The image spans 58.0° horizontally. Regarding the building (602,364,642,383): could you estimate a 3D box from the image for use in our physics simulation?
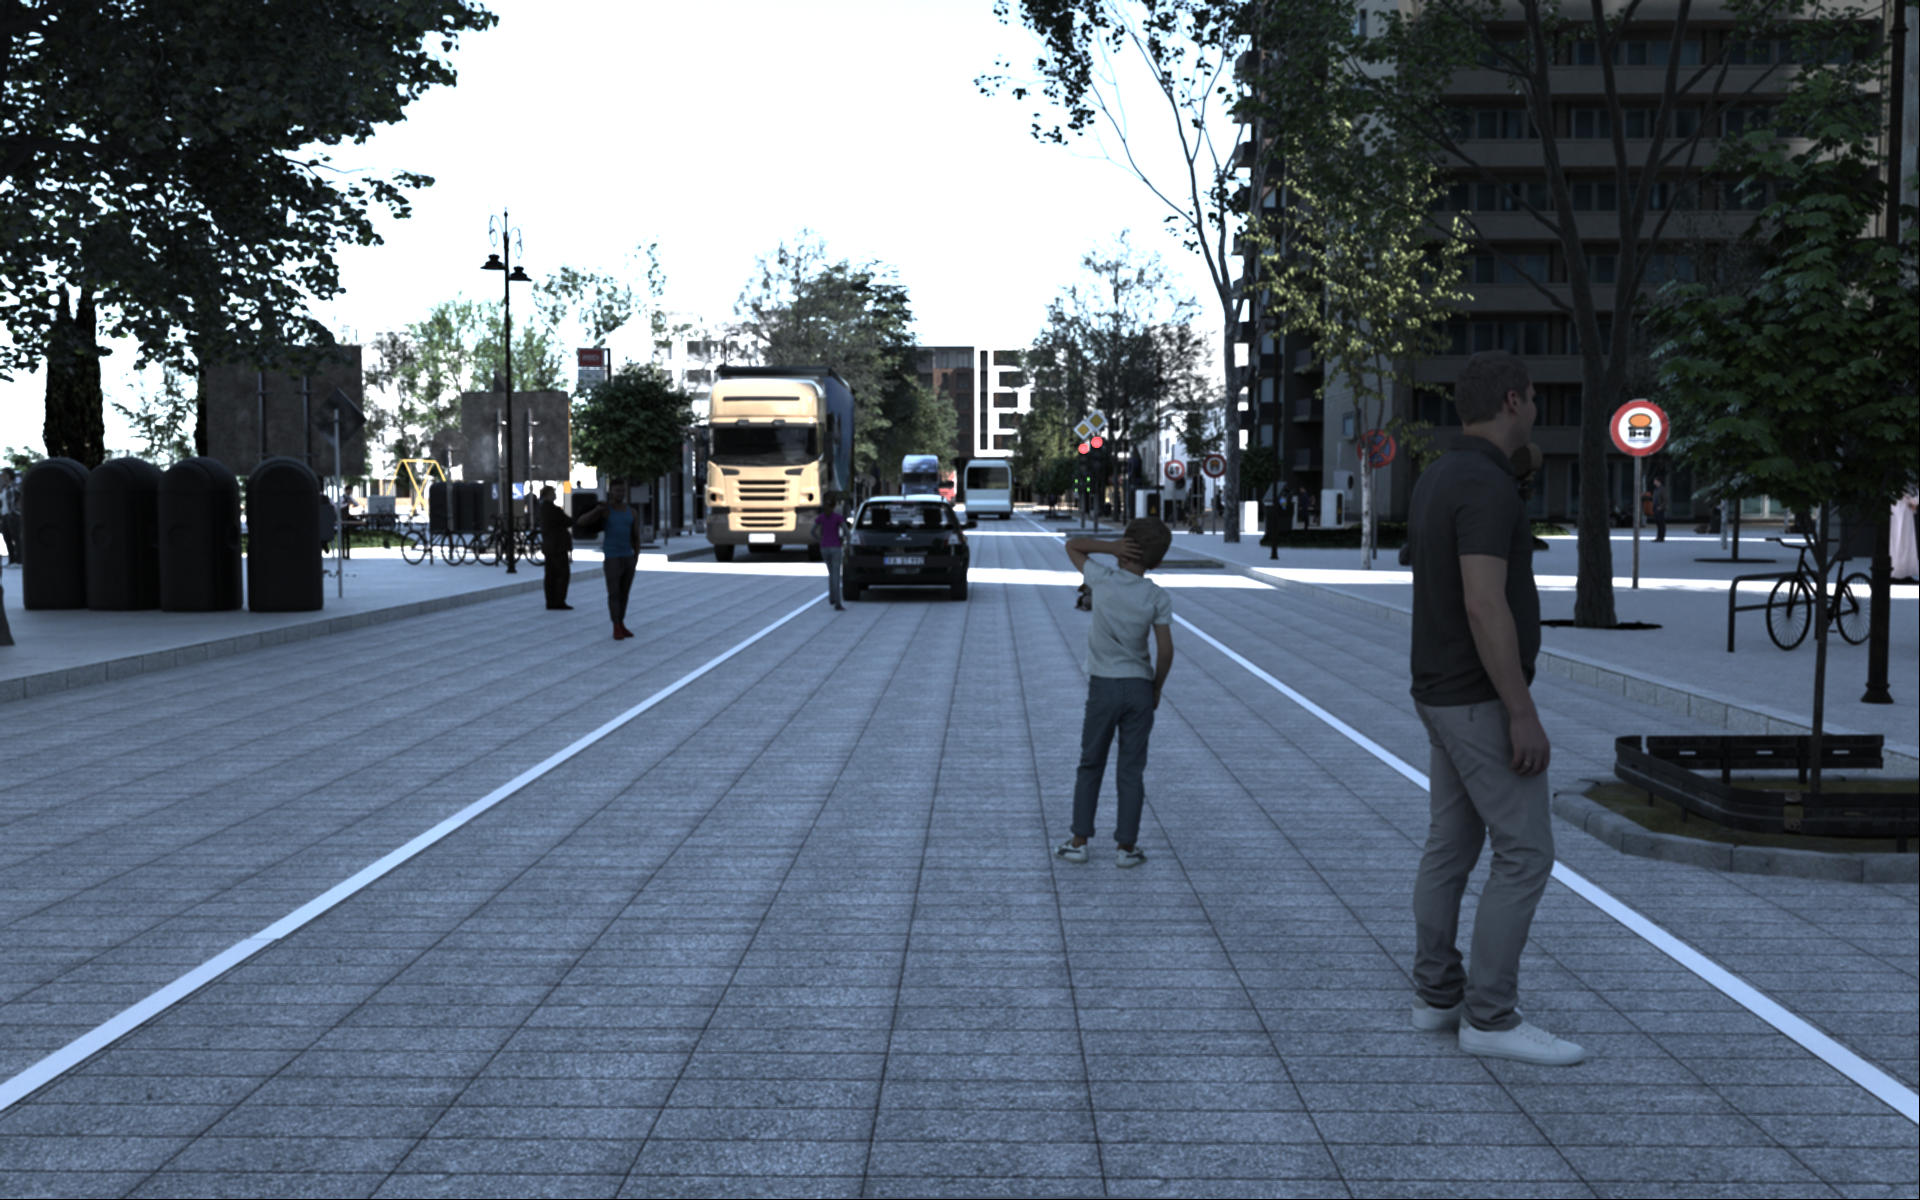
[{"bbox_3d":[-32.837,-23.067,243.600,31.486,18.905,16.747,0,4,1],"label":"building"}]

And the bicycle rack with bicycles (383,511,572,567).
[{"bbox_3d":[-8.368,-1.116,31.631,2.925,0.926,2.852,2,4,35],"label":"bicycle rack with bicycles"}]

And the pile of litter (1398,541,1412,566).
[{"bbox_3d":[8.591,-1.059,31.288,1.719,0.858,1.176,-3,4,-37],"label":"pile of litter"}]

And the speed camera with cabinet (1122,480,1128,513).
[{"bbox_3d":[11.276,-7.462,116.343,0.660,3.252,2.038,0,4,1],"label":"speed camera with cabinet"}]

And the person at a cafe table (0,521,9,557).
[{"bbox_3d":[-19.947,-1.480,35.060,1.726,1.238,1.698,1,4,12],"label":"person at a cafe table"}]

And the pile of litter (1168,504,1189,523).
[{"bbox_3d":[9.858,-3.815,76.346,1.719,0.858,1.176,-2,4,-35],"label":"pile of litter"}]

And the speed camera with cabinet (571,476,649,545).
[{"bbox_3d":[-8.940,-3.035,43.963,2.038,3.252,0.660,0,4,-8],"label":"speed camera with cabinet"}]

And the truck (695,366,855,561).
[{"bbox_3d":[-4.031,-3.143,40.297,2.839,4.237,11.283,0,4,0],"label":"truck"}]

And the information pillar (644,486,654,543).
[{"bbox_3d":[-8.190,-2.503,45.422,0.304,2.012,0.304,-1,4,-12],"label":"information pillar"}]

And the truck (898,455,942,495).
[{"bbox_3d":[-2.683,-8.336,126.058,2.967,4.110,18.799,0,4,0],"label":"truck"}]

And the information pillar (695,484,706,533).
[{"bbox_3d":[-8.502,-3.196,56.746,0.304,2.012,0.304,0,4,1],"label":"information pillar"}]

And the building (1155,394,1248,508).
[{"bbox_3d":[23.762,-13.246,158.718,9.099,9.664,28.070,0,4,1],"label":"building"}]

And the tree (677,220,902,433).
[{"bbox_3d":[-7.493,-10.204,77.213,12.009,13.543,11.850,0,3,0],"label":"tree"}]

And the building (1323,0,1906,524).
[{"bbox_3d":[28.962,-28.065,82.567,21.600,48.544,21.300,0,4,1],"label":"building"}]

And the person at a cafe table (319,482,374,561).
[{"bbox_3d":[-12.541,-1.553,33.912,1.698,1.524,1.622,-2,4,-26],"label":"person at a cafe table"}]

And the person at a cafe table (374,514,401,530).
[{"bbox_3d":[-16.551,-2.397,47.702,1.622,1.524,1.698,1,4,9],"label":"person at a cafe table"}]

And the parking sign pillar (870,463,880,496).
[{"bbox_3d":[-6.407,-8.696,130.647,1.447,3.967,1.447,-1,4,-17],"label":"parking sign pillar"}]

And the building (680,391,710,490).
[{"bbox_3d":[-21.052,-13.049,155.506,9.099,9.664,28.070,0,4,1],"label":"building"}]

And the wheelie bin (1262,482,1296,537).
[{"bbox_3d":[8.417,-2.313,45.723,0.693,1.594,0.980,-2,4,-26],"label":"wheelie bin"}]

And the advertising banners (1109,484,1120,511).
[{"bbox_3d":[11.324,-7.994,126.893,0.090,3.025,2.074,-1,4,-17],"label":"advertising banners"}]

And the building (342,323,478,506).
[{"bbox_3d":[-62.261,-20.904,198.203,11.380,20.091,16.016,0,4,1],"label":"building"}]

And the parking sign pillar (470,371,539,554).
[{"bbox_3d":[-9.861,-2.993,37.402,1.447,3.967,1.447,-3,4,-37],"label":"parking sign pillar"}]

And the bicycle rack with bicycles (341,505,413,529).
[{"bbox_3d":[-18.958,-2.603,55.946,2.925,0.926,2.852,0,4,-4],"label":"bicycle rack with bicycles"}]

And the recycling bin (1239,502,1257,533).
[{"bbox_3d":[9.416,-2.759,57.668,0.722,1.027,0.722,3,5,41],"label":"recycling bin"}]

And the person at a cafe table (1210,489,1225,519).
[{"bbox_3d":[13.876,-5.036,90.858,1.622,1.524,1.698,-3,5,-40],"label":"person at a cafe table"}]

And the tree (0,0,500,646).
[{"bbox_3d":[-8.383,-6.587,14.358,9.857,13.997,8.962,0,3,0],"label":"tree"}]

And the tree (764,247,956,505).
[{"bbox_3d":[-6.387,-11.255,90.671,9.857,13.997,8.962,0,3,0],"label":"tree"}]

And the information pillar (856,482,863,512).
[{"bbox_3d":[-6.283,-6.334,108.047,0.304,2.012,0.304,3,5,41],"label":"information pillar"}]

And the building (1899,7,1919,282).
[{"bbox_3d":[63.048,-28.502,85.610,30.456,49.044,23.786,0,4,1],"label":"building"}]

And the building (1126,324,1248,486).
[{"bbox_3d":[28.144,-19.731,189.057,16.747,18.905,31.486,0,4,1],"label":"building"}]

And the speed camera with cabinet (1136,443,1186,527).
[{"bbox_3d":[7.791,-4.449,67.077,2.038,3.252,0.660,-2,4,-30],"label":"speed camera with cabinet"}]

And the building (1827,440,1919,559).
[{"bbox_3d":[27.862,-35.781,23.276,20.563,71.187,20.611,0,4,1],"label":"building"}]

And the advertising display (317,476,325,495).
[{"bbox_3d":[-21.833,-3.247,58.302,0.974,1.923,0.123,1,4,16],"label":"advertising display"}]

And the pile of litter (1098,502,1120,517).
[{"bbox_3d":[8.370,-5.023,96.097,1.719,0.858,1.176,-1,4,-12],"label":"pile of litter"}]

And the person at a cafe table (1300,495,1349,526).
[{"bbox_3d":[14.526,-3.620,70.049,1.698,1.238,1.726,-1,4,-22],"label":"person at a cafe table"}]

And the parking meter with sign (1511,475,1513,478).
[{"bbox_3d":[21.230,-4.372,67.751,1.738,3.016,0.543,1,4,18],"label":"parking meter with sign"}]

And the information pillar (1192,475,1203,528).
[{"bbox_3d":[8.984,-3.735,65.554,0.304,2.012,0.304,3,5,40],"label":"information pillar"}]

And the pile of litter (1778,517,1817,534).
[{"bbox_3d":[27.258,-2.575,56.060,1.176,0.858,1.719,-2,4,-35],"label":"pile of litter"}]

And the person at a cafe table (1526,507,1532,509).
[{"bbox_3d":[22.906,-3.890,72.116,1.698,1.524,1.622,1,4,8],"label":"person at a cafe table"}]

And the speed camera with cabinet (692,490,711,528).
[{"bbox_3d":[-9.402,-4.367,65.742,2.038,3.252,0.660,-1,4,-12],"label":"speed camera with cabinet"}]

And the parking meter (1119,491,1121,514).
[{"bbox_3d":[10.371,-6.425,113.452,0.372,1.533,0.369,0,3,0],"label":"parking meter"}]

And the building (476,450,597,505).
[{"bbox_3d":[-42.110,-15.909,202.256,28.070,9.664,9.099,0,4,1],"label":"building"}]

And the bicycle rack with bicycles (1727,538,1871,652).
[{"bbox_3d":[7.711,-0.038,13.998,2.925,0.926,2.852,-3,5,-41],"label":"bicycle rack with bicycles"}]

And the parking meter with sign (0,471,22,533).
[{"bbox_3d":[-31.560,-3.745,57.497,1.738,3.016,0.543,1,4,9],"label":"parking meter with sign"}]

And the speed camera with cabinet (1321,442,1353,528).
[{"bbox_3d":[14.267,-4.347,65.411,0.660,3.252,2.038,2,4,31],"label":"speed camera with cabinet"}]

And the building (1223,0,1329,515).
[{"bbox_3d":[29.660,-28.080,113.726,22.147,44.769,28.867,0,4,1],"label":"building"}]

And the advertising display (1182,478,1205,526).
[{"bbox_3d":[9.374,-3.934,69.533,0.974,1.923,0.123,-1,4,-22],"label":"advertising display"}]

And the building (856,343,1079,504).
[{"bbox_3d":[0.070,-24.763,248.841,32.646,21.610,27.936,0,4,1],"label":"building"}]

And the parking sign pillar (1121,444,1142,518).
[{"bbox_3d":[9.357,-6.374,92.681,1.447,3.967,1.447,-1,4,-11],"label":"parking sign pillar"}]

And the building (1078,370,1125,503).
[{"bbox_3d":[32.719,-23.024,242.900,31.486,18.905,16.747,0,4,1],"label":"building"}]

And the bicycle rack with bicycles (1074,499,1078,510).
[{"bbox_3d":[10.400,-7.616,137.903,2.852,0.926,2.925,0,4,-6],"label":"bicycle rack with bicycles"}]

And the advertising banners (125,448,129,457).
[{"bbox_3d":[-32.124,-4.350,67.314,0.090,3.025,2.074,-1,4,-12],"label":"advertising banners"}]

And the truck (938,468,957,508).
[{"bbox_3d":[-1.679,-12.054,186.001,2.839,4.237,11.283,0,4,0],"label":"truck"}]

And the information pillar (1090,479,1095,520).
[{"bbox_3d":[6.724,-5.052,87.099,0.304,2.012,0.304,2,4,24],"label":"information pillar"}]

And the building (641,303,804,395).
[{"bbox_3d":[-23.093,-19.501,175.259,16.016,20.091,11.380,0,4,1],"label":"building"}]

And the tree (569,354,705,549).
[{"bbox_3d":[-7.730,-3.495,40.861,4.285,4.588,4.351,0,3,0],"label":"tree"}]
